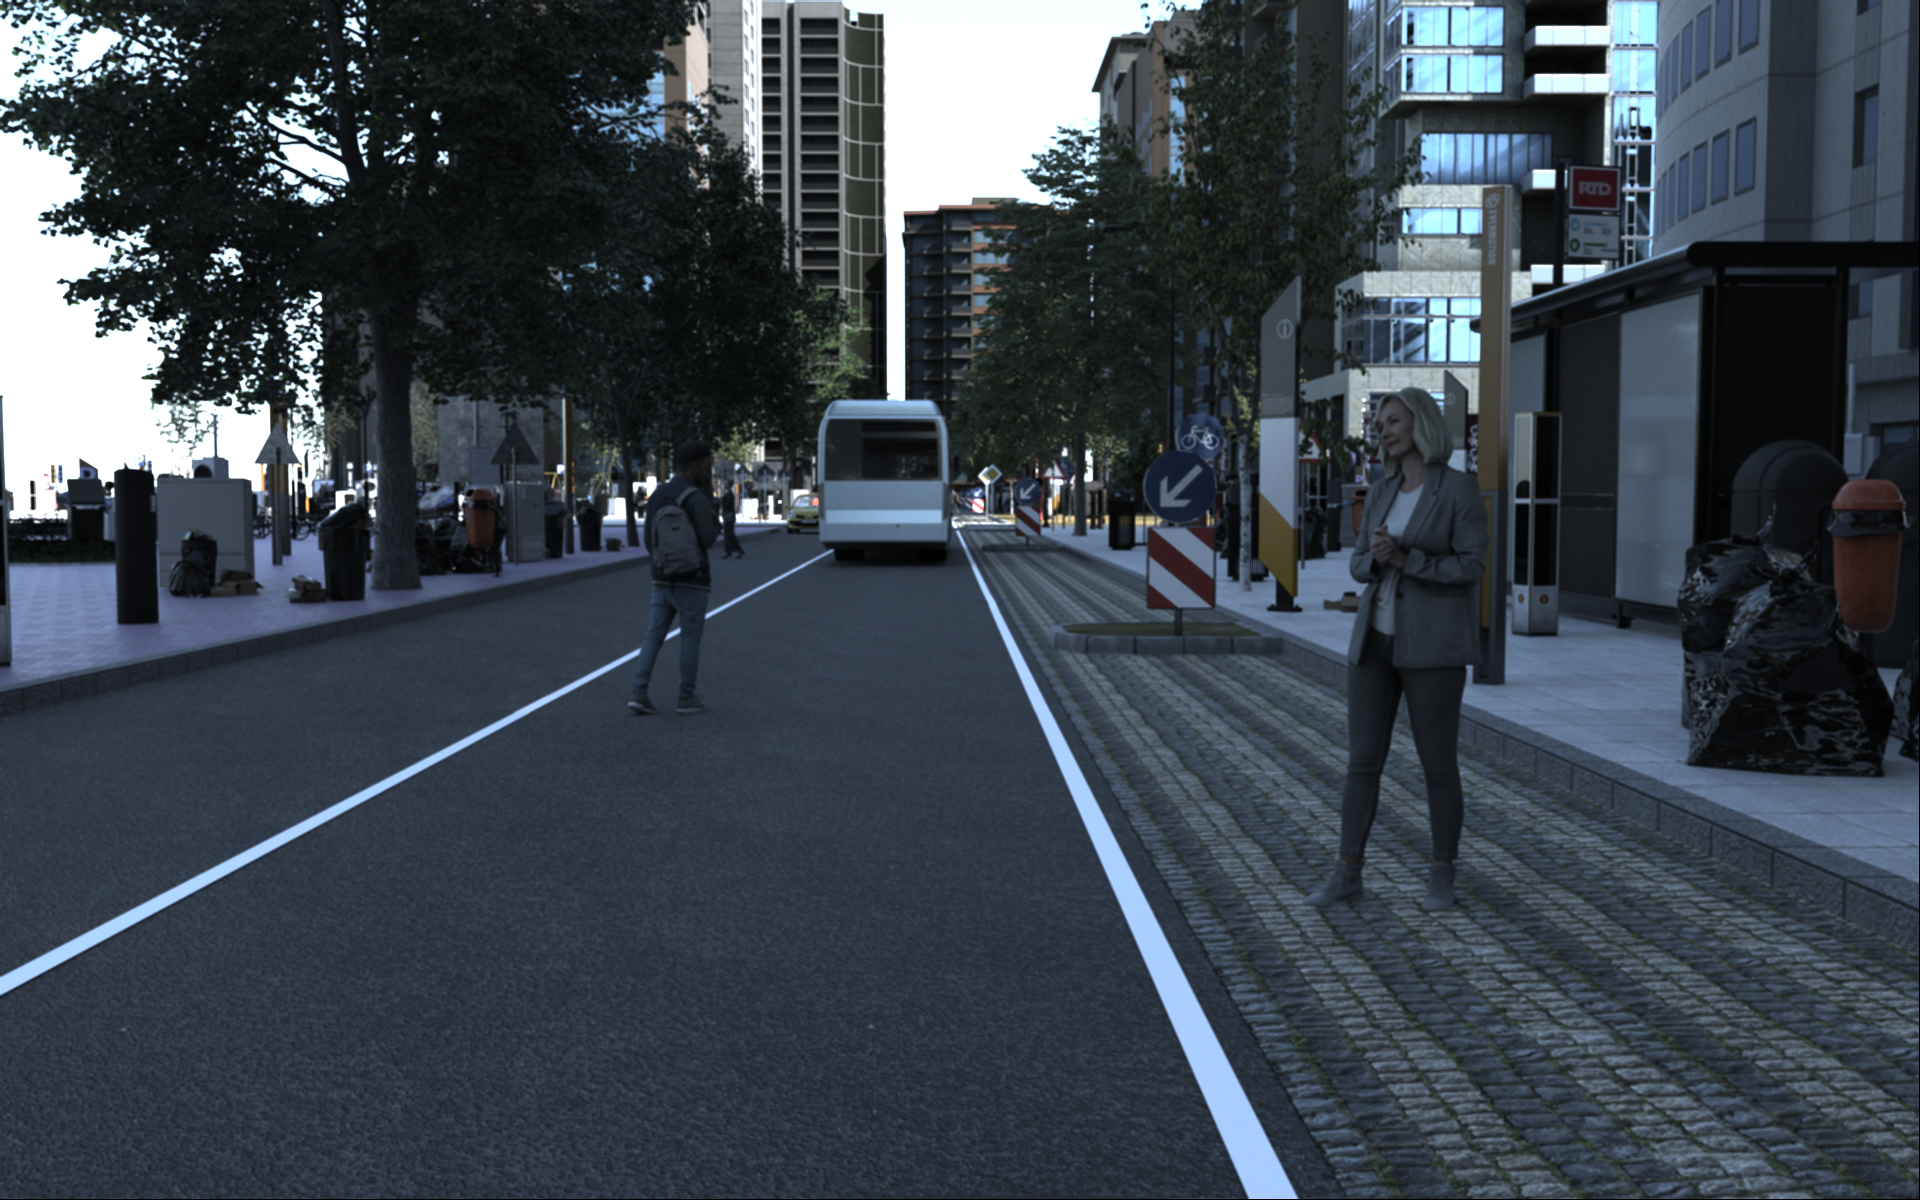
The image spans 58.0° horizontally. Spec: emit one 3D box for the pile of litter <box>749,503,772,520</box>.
[{"bbox_3d":[-9.873,-4.388,85.702,1.176,0.858,1.719,0,4,-6],"label":"pile of litter"}]

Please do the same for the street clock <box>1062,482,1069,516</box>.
[{"bbox_3d":[6.115,-5.833,99.933,0.358,2.002,0.471,-3,5,-42],"label":"street clock"}]

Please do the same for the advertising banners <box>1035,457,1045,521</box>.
[{"bbox_3d":[3.873,-5.283,82.562,0.090,3.025,2.074,1,4,20],"label":"advertising banners"}]

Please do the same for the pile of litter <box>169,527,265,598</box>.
[{"bbox_3d":[-9.506,-0.507,22.259,1.176,0.858,1.719,1,4,8],"label":"pile of litter"}]

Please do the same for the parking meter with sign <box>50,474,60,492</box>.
[{"bbox_3d":[-77.049,-9.238,147.298,1.738,3.016,0.543,2,4,30],"label":"parking meter with sign"}]

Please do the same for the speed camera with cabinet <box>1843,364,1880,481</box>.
[{"bbox_3d":[14.257,-1.949,26.200,2.038,3.252,0.660,3,4,36],"label":"speed camera with cabinet"}]

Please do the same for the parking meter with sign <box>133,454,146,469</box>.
[{"bbox_3d":[-35.740,-4.781,74.423,0.543,3.016,1.738,1,4,10],"label":"parking meter with sign"}]

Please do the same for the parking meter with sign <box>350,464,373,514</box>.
[{"bbox_3d":[-34.118,-6.262,98.651,0.543,3.016,1.738,1,4,11],"label":"parking meter with sign"}]

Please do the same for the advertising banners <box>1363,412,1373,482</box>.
[{"bbox_3d":[8.849,-2.463,36.460,0.090,3.025,2.074,0,4,-7],"label":"advertising banners"}]

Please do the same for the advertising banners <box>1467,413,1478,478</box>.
[{"bbox_3d":[11.925,-2.533,37.599,2.074,3.025,0.090,0,4,4],"label":"advertising banners"}]

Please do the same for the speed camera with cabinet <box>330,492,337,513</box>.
[{"bbox_3d":[-43.233,-7.608,118.723,0.660,3.252,2.038,3,5,40],"label":"speed camera with cabinet"}]

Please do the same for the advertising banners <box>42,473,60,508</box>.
[{"bbox_3d":[-75.435,-9.082,144.675,2.074,3.025,0.090,-2,4,-27],"label":"advertising banners"}]

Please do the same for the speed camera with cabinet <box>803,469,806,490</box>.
[{"bbox_3d":[-12.931,-8.871,139.370,0.660,3.252,2.038,-1,4,-20],"label":"speed camera with cabinet"}]

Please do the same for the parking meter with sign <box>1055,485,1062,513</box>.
[{"bbox_3d":[6.993,-7.613,120.734,0.543,3.016,1.738,2,4,26],"label":"parking meter with sign"}]

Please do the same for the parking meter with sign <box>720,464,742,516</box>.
[{"bbox_3d":[-13.370,-6.320,99.600,0.543,3.016,1.738,3,5,41],"label":"parking meter with sign"}]

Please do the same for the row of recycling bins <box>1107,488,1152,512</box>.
[{"bbox_3d":[12.015,-6.995,121.477,3.534,1.692,1.069,-1,4,-11],"label":"row of recycling bins"}]

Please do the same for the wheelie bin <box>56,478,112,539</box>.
[{"bbox_3d":[-17.571,-1.640,34.727,0.980,1.594,0.693,-3,4,-36],"label":"wheelie bin"}]

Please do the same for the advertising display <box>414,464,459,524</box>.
[{"bbox_3d":[-11.103,-1.929,36.746,0.974,1.923,0.123,1,4,14],"label":"advertising display"}]

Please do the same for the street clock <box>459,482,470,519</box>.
[{"bbox_3d":[-25.315,-5.134,88.503,0.471,2.002,0.358,0,4,8],"label":"street clock"}]

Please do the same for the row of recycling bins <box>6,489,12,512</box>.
[{"bbox_3d":[-81.261,-8.385,144.206,3.534,1.692,1.069,-1,4,-12],"label":"row of recycling bins"}]

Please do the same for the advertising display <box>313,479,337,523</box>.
[{"bbox_3d":[-27.171,-4.213,74.098,0.974,1.923,0.123,0,4,4],"label":"advertising display"}]

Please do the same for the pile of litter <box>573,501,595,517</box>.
[{"bbox_3d":[-21.584,-5.114,97.579,1.176,0.858,1.719,1,4,23],"label":"pile of litter"}]

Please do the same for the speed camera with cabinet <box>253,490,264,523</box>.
[{"bbox_3d":[-30.828,-5.036,76.670,2.038,3.252,0.660,-1,4,-15],"label":"speed camera with cabinet"}]

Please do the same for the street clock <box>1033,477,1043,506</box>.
[{"bbox_3d":[3.347,-4.314,75.098,0.471,2.002,0.358,-1,4,-18],"label":"street clock"}]

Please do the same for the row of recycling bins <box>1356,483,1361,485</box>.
[{"bbox_3d":[13.756,-3.447,63.469,1.069,1.692,3.534,-1,4,-19],"label":"row of recycling bins"}]

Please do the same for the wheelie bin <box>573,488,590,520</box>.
[{"bbox_3d":[-18.635,-4.726,85.172,0.980,1.594,0.693,-1,4,-11],"label":"wheelie bin"}]

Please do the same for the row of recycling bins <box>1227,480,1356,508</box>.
[{"bbox_3d":[9.472,-2.615,49.863,3.534,1.692,1.069,1,4,9],"label":"row of recycling bins"}]

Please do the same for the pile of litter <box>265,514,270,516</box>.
[{"bbox_3d":[-41.311,-5.369,101.747,1.176,0.858,1.719,3,5,44],"label":"pile of litter"}]

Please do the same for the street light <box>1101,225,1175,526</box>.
[{"bbox_3d":[3.138,-3.519,30.083,1.470,5.913,1.316,0,4,-1],"label":"street light"}]

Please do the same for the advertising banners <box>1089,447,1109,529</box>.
[{"bbox_3d":[5.145,-4.125,63.626,0.090,3.025,2.074,2,4,24],"label":"advertising banners"}]

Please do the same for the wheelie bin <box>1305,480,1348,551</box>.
[{"bbox_3d":[8.173,-1.893,38.863,0.980,1.594,0.693,0,4,5],"label":"wheelie bin"}]

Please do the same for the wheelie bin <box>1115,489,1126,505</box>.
[{"bbox_3d":[9.879,-6.043,106.705,0.693,1.594,0.980,0,4,7],"label":"wheelie bin"}]

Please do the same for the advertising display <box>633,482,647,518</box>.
[{"bbox_3d":[-16.883,-5.283,91.587,0.974,1.923,0.123,-2,4,-35],"label":"advertising display"}]

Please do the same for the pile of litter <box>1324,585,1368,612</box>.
[{"bbox_3d":[4.684,-0.302,18.897,1.176,0.858,1.719,-1,4,-14],"label":"pile of litter"}]

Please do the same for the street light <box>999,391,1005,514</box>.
[{"bbox_3d":[2.607,-6.404,77.247,1.470,5.913,1.316,0,4,-1],"label":"street light"}]

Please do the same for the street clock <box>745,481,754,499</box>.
[{"bbox_3d":[-12.064,-5.790,99.228,0.471,2.002,0.358,2,4,35],"label":"street clock"}]

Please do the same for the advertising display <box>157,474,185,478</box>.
[{"bbox_3d":[-25.857,-3.155,56.797,0.974,1.923,0.123,1,4,15],"label":"advertising display"}]

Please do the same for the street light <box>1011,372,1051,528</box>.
[{"bbox_3d":[2.754,-5.720,66.059,1.470,5.913,1.316,0,4,-1],"label":"street light"}]

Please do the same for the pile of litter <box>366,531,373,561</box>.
[{"bbox_3d":[-11.356,-1.187,33.375,1.176,0.858,1.719,3,5,43],"label":"pile of litter"}]

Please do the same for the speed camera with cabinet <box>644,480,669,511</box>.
[{"bbox_3d":[-23.341,-8.440,132.329,2.038,3.252,0.660,2,4,28],"label":"speed camera with cabinet"}]

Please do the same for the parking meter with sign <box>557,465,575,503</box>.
[{"bbox_3d":[-23.483,-6.568,103.639,0.543,3.016,1.738,1,4,13],"label":"parking meter with sign"}]

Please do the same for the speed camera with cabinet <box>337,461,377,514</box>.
[{"bbox_3d":[-36.061,-6.693,103.774,2.038,3.252,0.660,-2,4,-31],"label":"speed camera with cabinet"}]

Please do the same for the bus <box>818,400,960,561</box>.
[{"bbox_3d":[-1.485,-2.790,40.478,2.948,3.499,13.247,0,3,0],"label":"bus"}]

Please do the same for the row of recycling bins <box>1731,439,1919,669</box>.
[{"bbox_3d":[7.619,-0.346,12.777,3.534,1.692,1.069,1,4,21],"label":"row of recycling bins"}]

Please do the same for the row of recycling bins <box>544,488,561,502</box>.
[{"bbox_3d":[-27.064,-6.591,114.871,1.069,1.692,3.534,0,4,1],"label":"row of recycling bins"}]

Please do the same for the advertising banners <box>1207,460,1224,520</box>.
[{"bbox_3d":[11.936,-5.107,79.692,2.074,3.025,0.090,2,4,32],"label":"advertising banners"}]

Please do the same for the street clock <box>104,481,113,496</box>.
[{"bbox_3d":[-46.225,-5.477,94.124,0.358,2.002,0.471,1,4,15],"label":"street clock"}]

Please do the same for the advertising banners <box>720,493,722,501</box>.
[{"bbox_3d":[-17.107,-8.029,127.458,0.090,3.025,2.074,-2,4,-35],"label":"advertising banners"}]

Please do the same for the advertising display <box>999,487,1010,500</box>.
[{"bbox_3d":[3.821,-8.724,147.852,0.974,1.923,0.123,-2,4,-24],"label":"advertising display"}]
